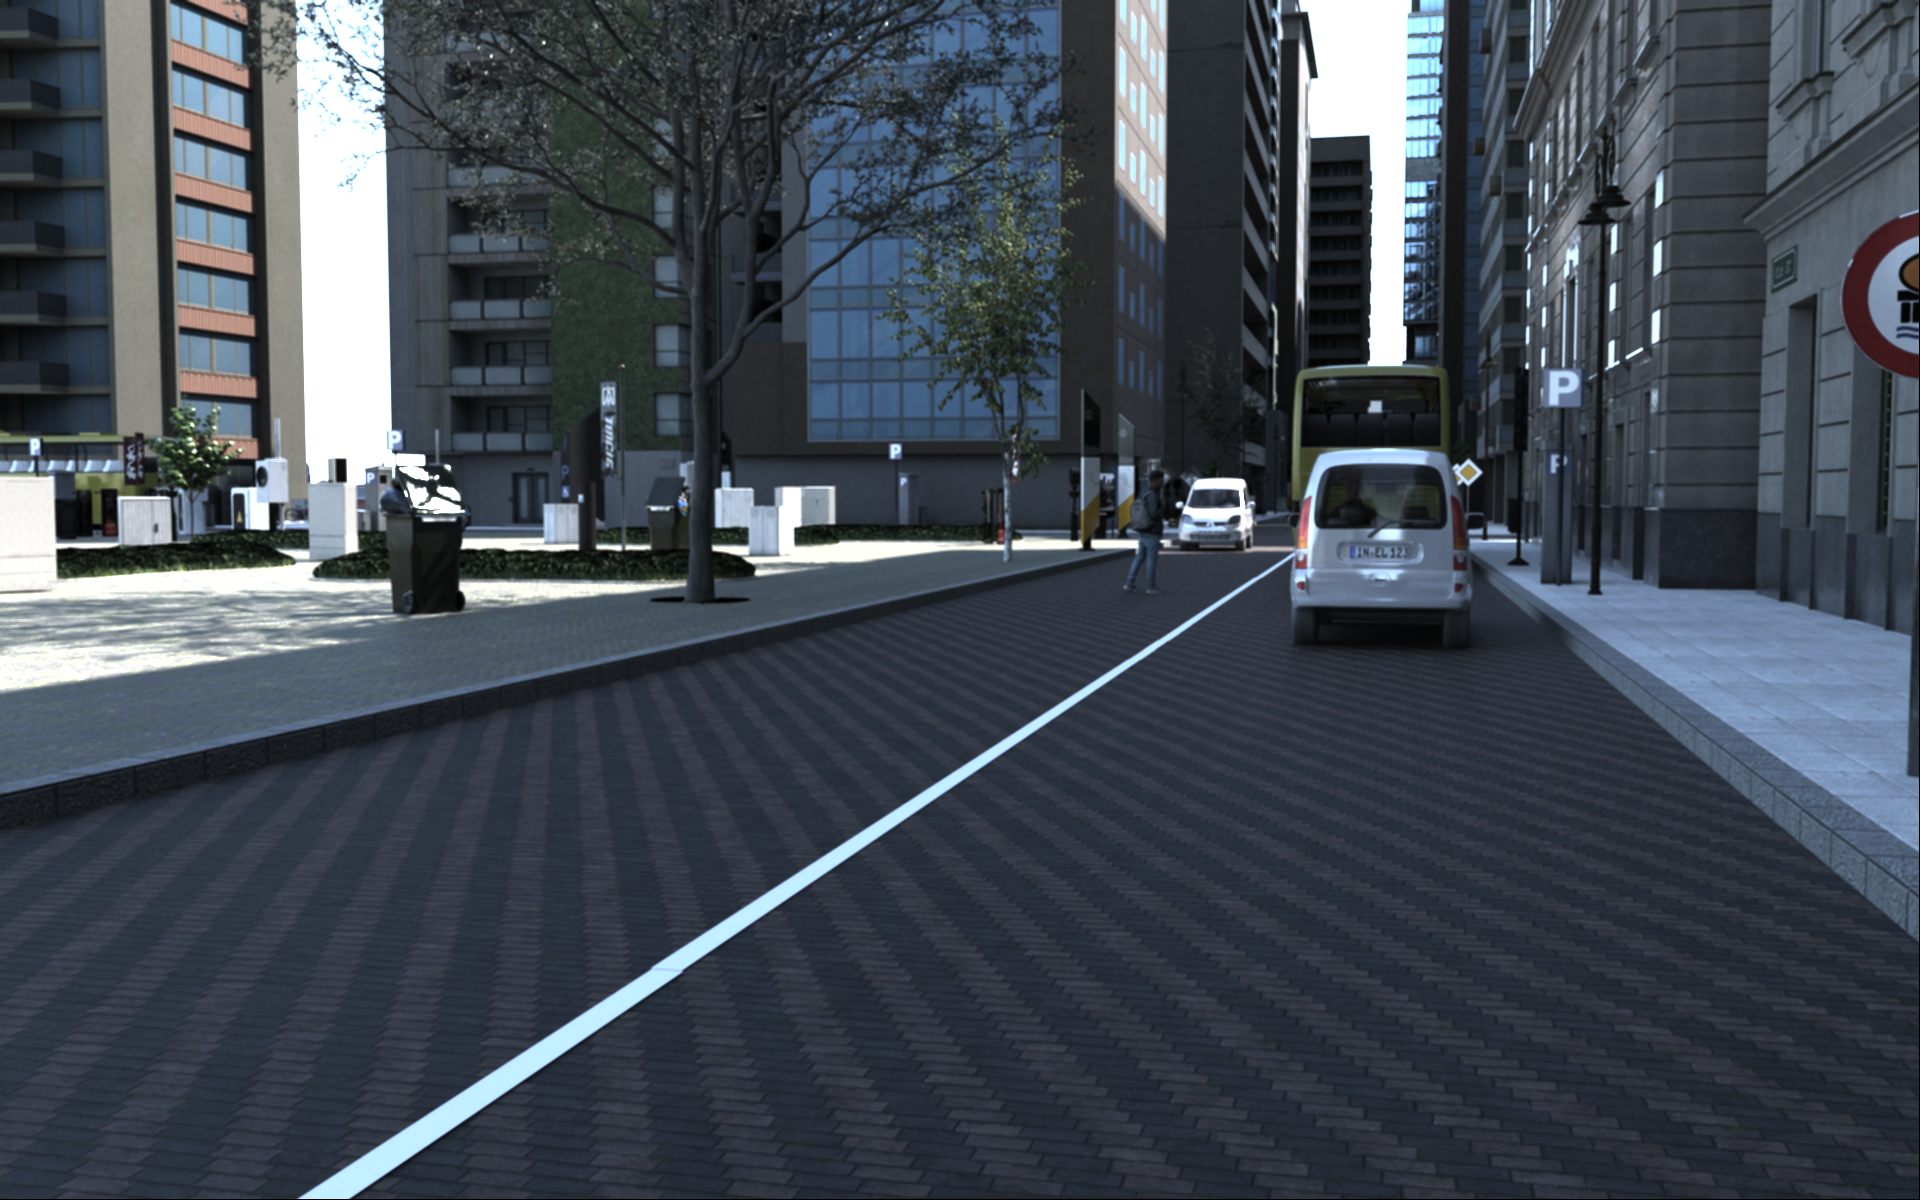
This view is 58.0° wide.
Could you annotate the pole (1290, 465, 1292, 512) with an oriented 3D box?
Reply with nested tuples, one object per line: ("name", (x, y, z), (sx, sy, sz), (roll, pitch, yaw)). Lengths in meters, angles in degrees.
("pole", (23.308, -7.813, 121.580), (0.158, 3.312, 0.155), (0, 3, 0))

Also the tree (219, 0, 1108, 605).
("tree", (-2.953, -6.722, 20.276), (12.009, 13.543, 11.850), (0, 3, 0))

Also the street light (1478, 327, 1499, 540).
("street light", (14.628, -4.606, 48.091), (0.468, 5.910, 1.993), (1, 4, 14))

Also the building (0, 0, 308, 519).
("building", (-48.517, -26.302, 84.665), (28.867, 44.769, 22.147), (1, 4, 14))

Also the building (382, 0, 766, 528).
("building", (-15.257, -23.701, 71.106), (14.086, 41.232, 14.154), (1, 4, 14))

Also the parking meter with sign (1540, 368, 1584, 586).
("parking meter with sign", (8.616, -1.752, 24.903), (0.543, 3.016, 1.738), (1, 4, 17))

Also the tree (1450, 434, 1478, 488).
("tree", (26.162, -6.667, 92.716), (4.285, 4.588, 4.351), (0, 3, 0))

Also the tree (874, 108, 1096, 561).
("tree", (0.746, -5.036, 32.699), (4.737, 8.622, 4.395), (0, 3, 0))

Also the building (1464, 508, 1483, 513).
("building", (44.263, -48.711, 109.088), (22.319, 86.520, 31.000), (1, 4, 14))

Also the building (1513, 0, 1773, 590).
("building", (17.812, -14.420, 33.032), (12.463, 27.353, 25.104), (1, 4, 14))

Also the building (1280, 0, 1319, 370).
("building", (25.142, -36.923, 192.922), (27.495, 52.752, 28.713), (1, 4, 14))

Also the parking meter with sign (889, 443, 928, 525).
("parking meter with sign", (-1.755, -3.925, 60.432), (0.543, 3.016, 1.738), (2, 4, 32))

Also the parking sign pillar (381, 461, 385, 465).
("parking sign pillar", (-47.794, -9.473, 143.358), (1.447, 3.967, 1.447), (-3, 5, -42))

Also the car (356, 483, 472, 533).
("car", (-19.365, -3.120, 59.687), (5.304, 1.827, 2.281), (1, 4, 15))

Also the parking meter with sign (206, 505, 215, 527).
("parking meter with sign", (-29.764, -4.326, 66.986), (1.738, 3.016, 0.543), (0, 4, 2))

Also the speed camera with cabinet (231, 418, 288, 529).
("speed camera with cabinet", (-18.379, -3.123, 45.402), (2.038, 3.252, 0.660), (3, 5, 41))

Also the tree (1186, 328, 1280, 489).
("tree", (11.752, -7.710, 76.415), (4.360, 8.622, 3.978), (0, 3, 0))

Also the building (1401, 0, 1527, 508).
("building", (67.880, -55.351, 217.655), (31.000, 86.520, 22.319), (1, 4, 14))

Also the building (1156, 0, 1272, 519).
("building", (6.534, -29.150, 100.304), (21.300, 48.544, 21.600), (1, 4, 14))

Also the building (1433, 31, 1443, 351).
("building", (53.949, -30.583, 154.651), (22.147, 44.769, 28.867), (1, 4, 14))

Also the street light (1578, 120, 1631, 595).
("street light", (8.106, -3.006, 21.931), (0.468, 5.910, 1.993), (1, 4, 14))

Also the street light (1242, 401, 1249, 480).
("street light", (14.095, -6.929, 86.069), (0.468, 5.910, 1.993), (1, 4, 14))

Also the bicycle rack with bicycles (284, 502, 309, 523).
("bicycle rack with bicycles", (-29.120, -3.947, 77.910), (2.925, 0.926, 2.852), (1, 4, 15))

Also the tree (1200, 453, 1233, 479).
("tree", (11.814, -5.282, 80.969), (1.663, 3.219, 1.824), (0, 3, 0))

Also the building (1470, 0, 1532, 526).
("building", (33.928, -23.164, 70.610), (23.993, 40.220, 32.217), (1, 4, 14))

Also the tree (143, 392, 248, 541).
("tree", (-14.772, -2.351, 33.047), (1.663, 3.219, 1.824), (0, 3, 0))

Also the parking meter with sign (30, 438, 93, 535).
("parking meter with sign", (-28.330, -3.572, 54.668), (0.543, 3.016, 1.738), (2, 4, 28))

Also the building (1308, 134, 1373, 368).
("building", (42.321, -36.777, 225.002), (21.600, 48.544, 21.300), (1, 4, 14))

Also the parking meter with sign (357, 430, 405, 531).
("parking meter with sign", (-15.622, -3.069, 46.444), (0.543, 3.016, 1.738), (1, 4, 18))

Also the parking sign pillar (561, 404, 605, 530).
("parking sign pillar", (-11.223, -3.856, 51.519), (1.447, 3.967, 1.447), (3, 4, 39))

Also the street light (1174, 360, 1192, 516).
("street light", (7.697, -5.327, 59.878), (0.468, 5.910, 1.993), (1, 4, 14))

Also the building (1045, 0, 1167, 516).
("building", (14.913, -29.043, 124.971), (14.600, 45.320, 14.200), (1, 4, 14))

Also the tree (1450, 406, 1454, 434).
("tree", (33.110, -10.630, 124.163), (4.737, 8.622, 4.395), (0, 3, 0))

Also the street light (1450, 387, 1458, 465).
("street light", (21.340, -6.267, 75.252), (0.468, 5.910, 1.993), (1, 4, 14))

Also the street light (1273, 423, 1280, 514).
("street light", (20.481, -8.531, 112.262), (0.468, 5.910, 1.993), (1, 4, 14))

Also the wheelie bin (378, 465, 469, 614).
("wheelie bin", (-5.837, -0.664, 18.764), (0.693, 1.594, 0.980), (3, 5, 42))

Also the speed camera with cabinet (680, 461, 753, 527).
("speed camera with cabinet", (-6.951, -3.374, 49.494), (2.038, 3.252, 0.660), (-2, 4, -31))

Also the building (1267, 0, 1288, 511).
("building", (17.255, -51.062, 147.535), (22.319, 86.520, 31.000), (1, 4, 14))

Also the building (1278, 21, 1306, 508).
("building", (26.325, -31.785, 169.802), (14.600, 45.320, 14.200), (1, 4, 14))

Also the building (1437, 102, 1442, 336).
("building", (62.083, -34.459, 183.014), (23.786, 49.044, 30.456), (1, 4, 14))

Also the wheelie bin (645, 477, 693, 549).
("wheelie bin", (-5.279, -1.440, 31.446), (0.980, 1.594, 0.693), (2, 4, 25))

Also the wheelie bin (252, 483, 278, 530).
("wheelie bin", (-20.137, -2.584, 50.151), (0.693, 1.594, 0.980), (2, 4, 27))

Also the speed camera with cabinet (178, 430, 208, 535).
("speed camera with cabinet", (-23.779, -3.629, 53.666), (0.660, 3.252, 2.038), (-2, 4, -32))

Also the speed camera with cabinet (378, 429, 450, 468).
("speed camera with cabinet", (-16.691, -3.585, 52.959), (2.038, 3.252, 0.660), (0, 4, 3))

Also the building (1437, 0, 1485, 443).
("building", (44.632, -29.630, 134.555), (14.600, 45.320, 14.200), (1, 4, 14))

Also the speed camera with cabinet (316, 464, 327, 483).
("speed camera with cabinet", (-41.155, -7.300, 113.693), (2.038, 3.252, 0.660), (-3, 5, -43))

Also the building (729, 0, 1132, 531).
("building", (0.258, -25.494, 66.936), (14.600, 45.320, 14.200), (1, 4, 14))

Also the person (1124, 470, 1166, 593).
("person", (2.746, -0.993, 25.086), (0.721, 1.781, 0.623), (-2, 4, -28))

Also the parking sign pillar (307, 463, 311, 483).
("parking sign pillar", (-39.647, -7.093, 104.439), (1.447, 3.967, 1.447), (1, 4, 9))
